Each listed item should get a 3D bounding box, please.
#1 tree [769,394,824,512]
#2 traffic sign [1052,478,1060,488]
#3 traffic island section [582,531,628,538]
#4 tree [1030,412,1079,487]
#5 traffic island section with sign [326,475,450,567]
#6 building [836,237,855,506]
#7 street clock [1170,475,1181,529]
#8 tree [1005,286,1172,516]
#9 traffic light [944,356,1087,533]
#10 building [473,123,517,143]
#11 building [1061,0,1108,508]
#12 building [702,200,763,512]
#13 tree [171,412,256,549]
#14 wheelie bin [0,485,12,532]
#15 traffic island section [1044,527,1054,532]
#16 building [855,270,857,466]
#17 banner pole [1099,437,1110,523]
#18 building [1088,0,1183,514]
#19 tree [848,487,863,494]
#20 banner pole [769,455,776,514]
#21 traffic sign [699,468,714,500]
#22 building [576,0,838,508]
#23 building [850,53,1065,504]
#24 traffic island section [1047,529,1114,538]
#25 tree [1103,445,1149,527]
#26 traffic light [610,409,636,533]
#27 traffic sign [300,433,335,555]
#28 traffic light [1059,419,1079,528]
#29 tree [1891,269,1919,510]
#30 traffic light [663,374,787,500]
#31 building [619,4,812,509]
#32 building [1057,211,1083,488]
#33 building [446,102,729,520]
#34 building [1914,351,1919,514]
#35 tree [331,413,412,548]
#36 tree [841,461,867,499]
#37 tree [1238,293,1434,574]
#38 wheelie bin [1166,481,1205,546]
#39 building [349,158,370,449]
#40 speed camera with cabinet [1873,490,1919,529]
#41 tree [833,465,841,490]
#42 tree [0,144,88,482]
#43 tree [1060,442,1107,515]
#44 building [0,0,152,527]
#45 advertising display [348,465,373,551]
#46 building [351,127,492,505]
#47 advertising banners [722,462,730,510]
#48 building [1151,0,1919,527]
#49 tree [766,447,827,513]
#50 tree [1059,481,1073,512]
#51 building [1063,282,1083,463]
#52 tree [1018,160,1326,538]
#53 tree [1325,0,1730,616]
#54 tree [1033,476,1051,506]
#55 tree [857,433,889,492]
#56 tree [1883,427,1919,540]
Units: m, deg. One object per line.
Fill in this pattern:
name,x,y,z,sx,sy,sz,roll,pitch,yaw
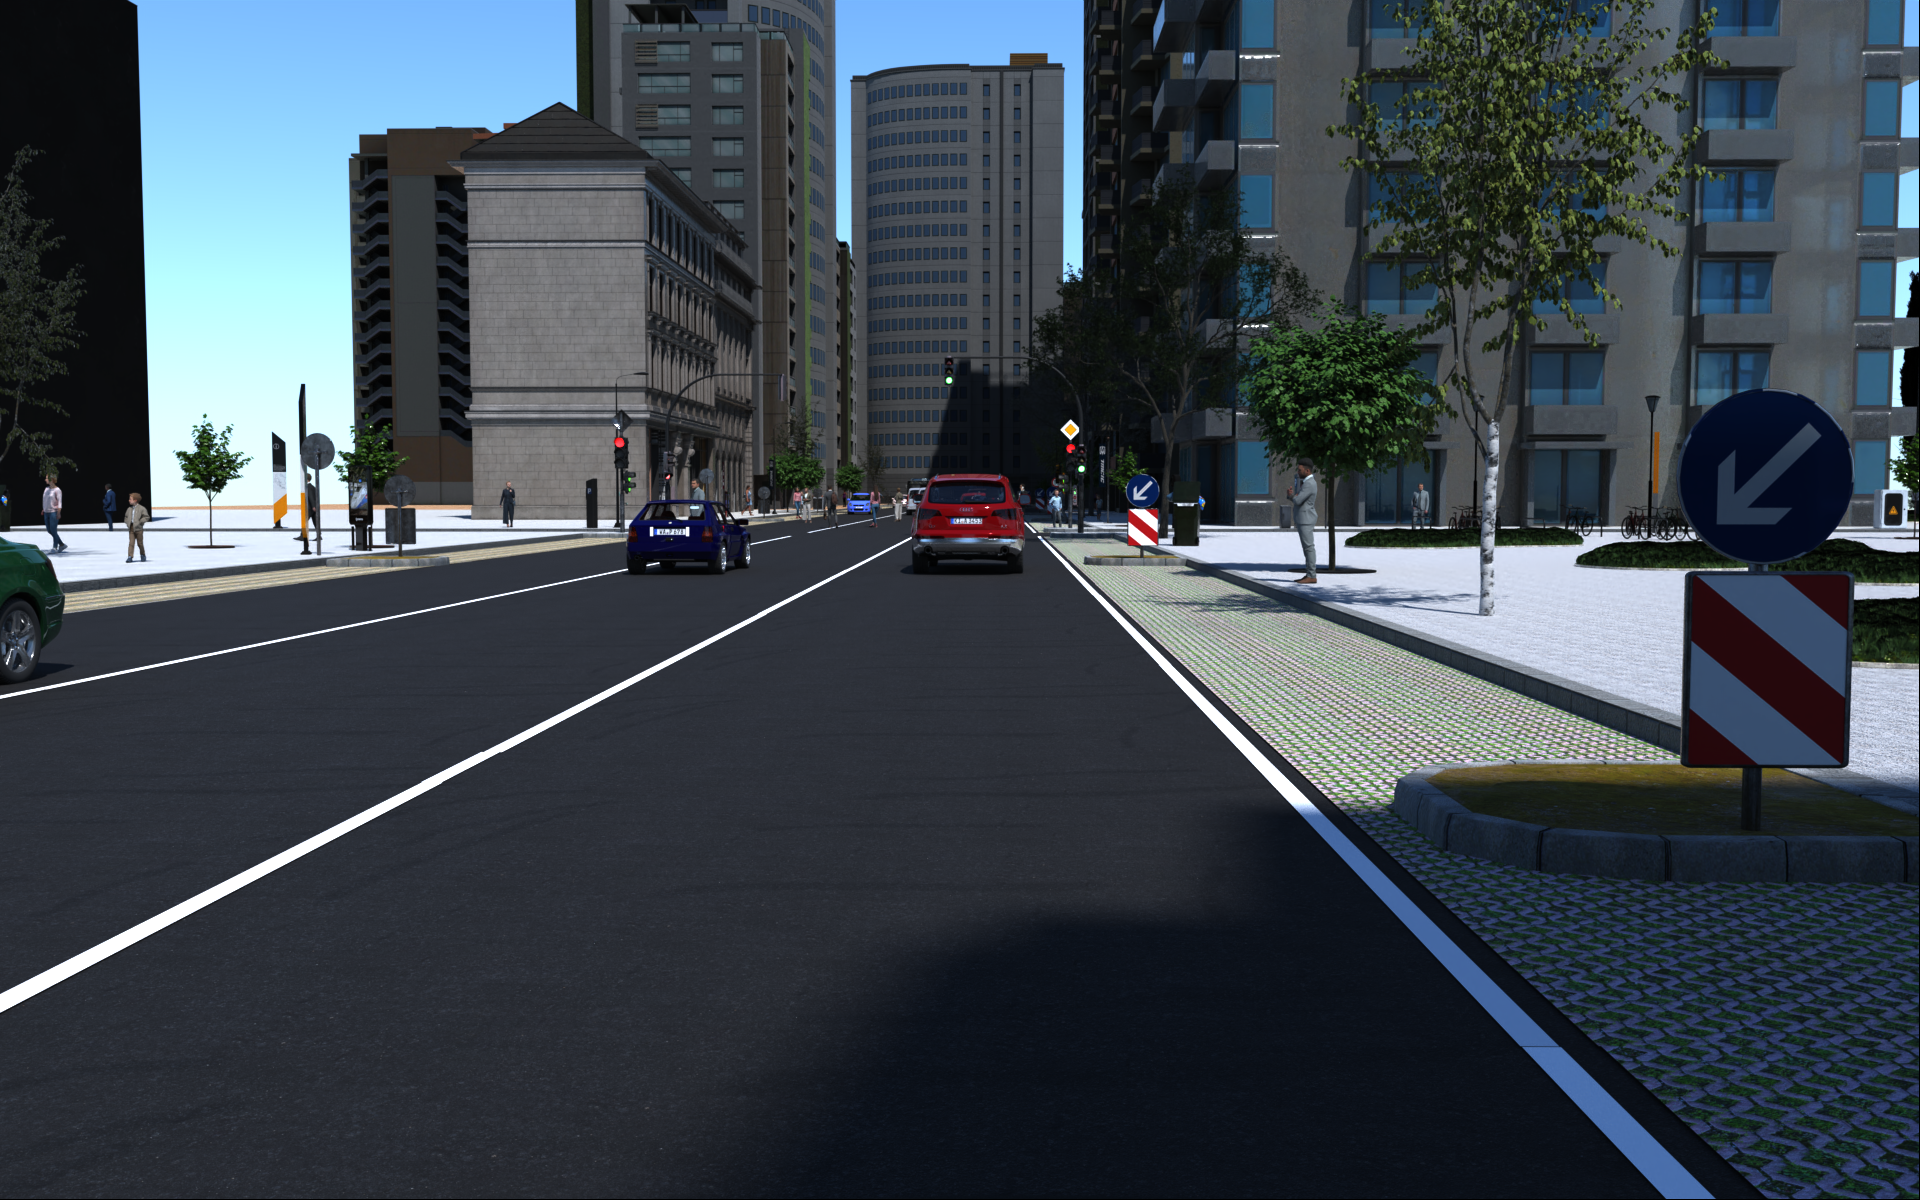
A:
tree,-11.884,-10.742,125.995,4.360,8.622,3.978,0,3,0
traffic sign,7.349,-8.055,131.808,0.768,2.556,0.104,1,4,10
traffic island section,-11.237,-2.159,57.575,2.009,0.180,2.903,0,4,1
tree,8.009,-11.797,143.236,4.737,8.622,4.395,0,3,0
traffic island section with sign,-11.391,-1.599,34.767,1.989,1.847,2.006,0,4,1
building,-19.538,-25.606,190.359,14.160,30.474,14.107,0,4,1
street clock,8.012,-3.658,64.374,0.358,2.002,0.471,-1,4,-17
tree,7.773,-11.640,100.684,12.009,13.543,11.850,0,3,0
traffic light,1.868,-5.038,57.036,4.771,5.953,1.251,0,4,1
building,-41.222,-33.583,203.712,28.867,44.769,22.147,0,4,1
building,21.178,-45.261,178.271,20.563,71.187,20.611,0,4,1
building,-21.745,-16.968,119.233,13.314,21.916,24.055,0,4,1
tree,-17.925,-2.849,41.176,1.663,3.219,1.824,0,3,0
wheelie bin,-32.603,-3.103,58.647,0.980,1.594,0.693,1,4,8
traffic island section,4.172,-2.627,65.229,2.009,0.180,2.903,0,4,1
building,-19.639,-26.708,208.384,14.107,30.474,14.160,0,4,1
banner pole,6.325,-5.241,75.706,0.401,3.779,0.863,3,5,44
building,20.673,-28.768,124.974,22.147,44.769,28.867,0,4,1
tree,-10.796,-11.251,178.552,1.663,3.219,1.824,0,3,0
banner pole,-11.928,-7.364,110.416,0.401,3.779,0.863,-3,5,-41
traffic sign,-12.571,-5.248,85.904,0.768,2.556,0.104,1,4,9
building,-23.799,-38.316,168.469,21.231,58.520,28.212,0,4,1
building,-0.375,-42.410,235.400,28.212,58.520,21.231,0,4,1
traffic island section,4.001,-2.139,57.245,2.009,0.180,2.903,0,4,1
tree,6.718,-4.511,68.355,1.663,3.219,1.824,0,3,0
traffic light,-11.197,-4.191,57.440,0.839,4.253,0.868,0,4,1
traffic sign,-13.409,-2.204,36.149,0.768,2.556,0.104,1,4,9
traffic light,4.132,-4.660,65.116,0.839,4.253,0.868,0,4,1
tree,60.121,-12.065,99.085,13.155,14.587,18.604,-1,4,-20
traffic light,-8.933,-5.550,65.414,4.771,5.953,1.251,0,4,1
building,-20.435,-28.392,147.811,14.154,41.232,14.086,0,4,1
building,27.009,-31.175,201.590,32.217,40.220,23.993,0,4,1
building,-19.913,-14.441,87.012,10.553,20.767,40.483,0,4,1
building,61.179,-32.614,75.241,28.212,58.520,21.231,0,4,1
tree,-14.124,-2.860,41.367,1.663,3.219,1.824,0,3,0
tree,-10.806,-11.424,170.489,4.285,4.588,4.351,0,3,0
tree,6.199,-2.738,28.476,4.285,4.588,4.351,0,3,0
wheelie bin,5.596,-2.140,42.900,0.980,1.594,0.693,1,4,15
building,-68.947,-37.534,237.385,21.600,48.544,21.300,0,4,1
speed camera with cabinet,34.919,-4.256,63.913,2.038,3.252,0.660,0,4,3
tree,-11.863,-9.134,133.061,4.285,4.588,4.351,0,3,0
tree,-19.075,-5.104,33.819,4.360,8.622,3.978,0,3,0
tree,7.829,-7.659,108.946,4.285,4.588,4.351,0,3,0
building,-45.298,-14.893,73.186,15.834,23.373,12.332,0,4,1
advertising display,-13.540,-2.075,39.138,0.123,1.923,0.974,-3,5,-44
building,-63.142,-34.116,207.912,14.200,45.320,14.600,0,4,1
advertising banners,-12.783,-6.015,94.537,0.090,3.025,2.074,0,4,2
building,23.857,-27.946,76.523,30.456,49.044,23.786,0,4,1
tree,-12.015,-8.385,120.806,4.285,4.588,4.351,0,3,0
tree,7.991,-7.773,121.685,1.663,3.219,1.824,0,3,0
building,20.718,-28.210,232.937,14.107,30.474,14.160,0,4,1
tree,5.857,-7.037,49.463,8.767,10.594,7.601,0,4,0
tree,5.724,-4.149,18.203,4.737,8.622,4.395,0,3,0
tree,9.683,-12.806,203.985,1.663,3.219,1.824,0,3,0
tree,-10.304,-15.768,208.175,4.360,8.622,3.978,0,3,0
tree,27.283,-3.335,49.137,1.663,3.219,1.824,0,3,0
